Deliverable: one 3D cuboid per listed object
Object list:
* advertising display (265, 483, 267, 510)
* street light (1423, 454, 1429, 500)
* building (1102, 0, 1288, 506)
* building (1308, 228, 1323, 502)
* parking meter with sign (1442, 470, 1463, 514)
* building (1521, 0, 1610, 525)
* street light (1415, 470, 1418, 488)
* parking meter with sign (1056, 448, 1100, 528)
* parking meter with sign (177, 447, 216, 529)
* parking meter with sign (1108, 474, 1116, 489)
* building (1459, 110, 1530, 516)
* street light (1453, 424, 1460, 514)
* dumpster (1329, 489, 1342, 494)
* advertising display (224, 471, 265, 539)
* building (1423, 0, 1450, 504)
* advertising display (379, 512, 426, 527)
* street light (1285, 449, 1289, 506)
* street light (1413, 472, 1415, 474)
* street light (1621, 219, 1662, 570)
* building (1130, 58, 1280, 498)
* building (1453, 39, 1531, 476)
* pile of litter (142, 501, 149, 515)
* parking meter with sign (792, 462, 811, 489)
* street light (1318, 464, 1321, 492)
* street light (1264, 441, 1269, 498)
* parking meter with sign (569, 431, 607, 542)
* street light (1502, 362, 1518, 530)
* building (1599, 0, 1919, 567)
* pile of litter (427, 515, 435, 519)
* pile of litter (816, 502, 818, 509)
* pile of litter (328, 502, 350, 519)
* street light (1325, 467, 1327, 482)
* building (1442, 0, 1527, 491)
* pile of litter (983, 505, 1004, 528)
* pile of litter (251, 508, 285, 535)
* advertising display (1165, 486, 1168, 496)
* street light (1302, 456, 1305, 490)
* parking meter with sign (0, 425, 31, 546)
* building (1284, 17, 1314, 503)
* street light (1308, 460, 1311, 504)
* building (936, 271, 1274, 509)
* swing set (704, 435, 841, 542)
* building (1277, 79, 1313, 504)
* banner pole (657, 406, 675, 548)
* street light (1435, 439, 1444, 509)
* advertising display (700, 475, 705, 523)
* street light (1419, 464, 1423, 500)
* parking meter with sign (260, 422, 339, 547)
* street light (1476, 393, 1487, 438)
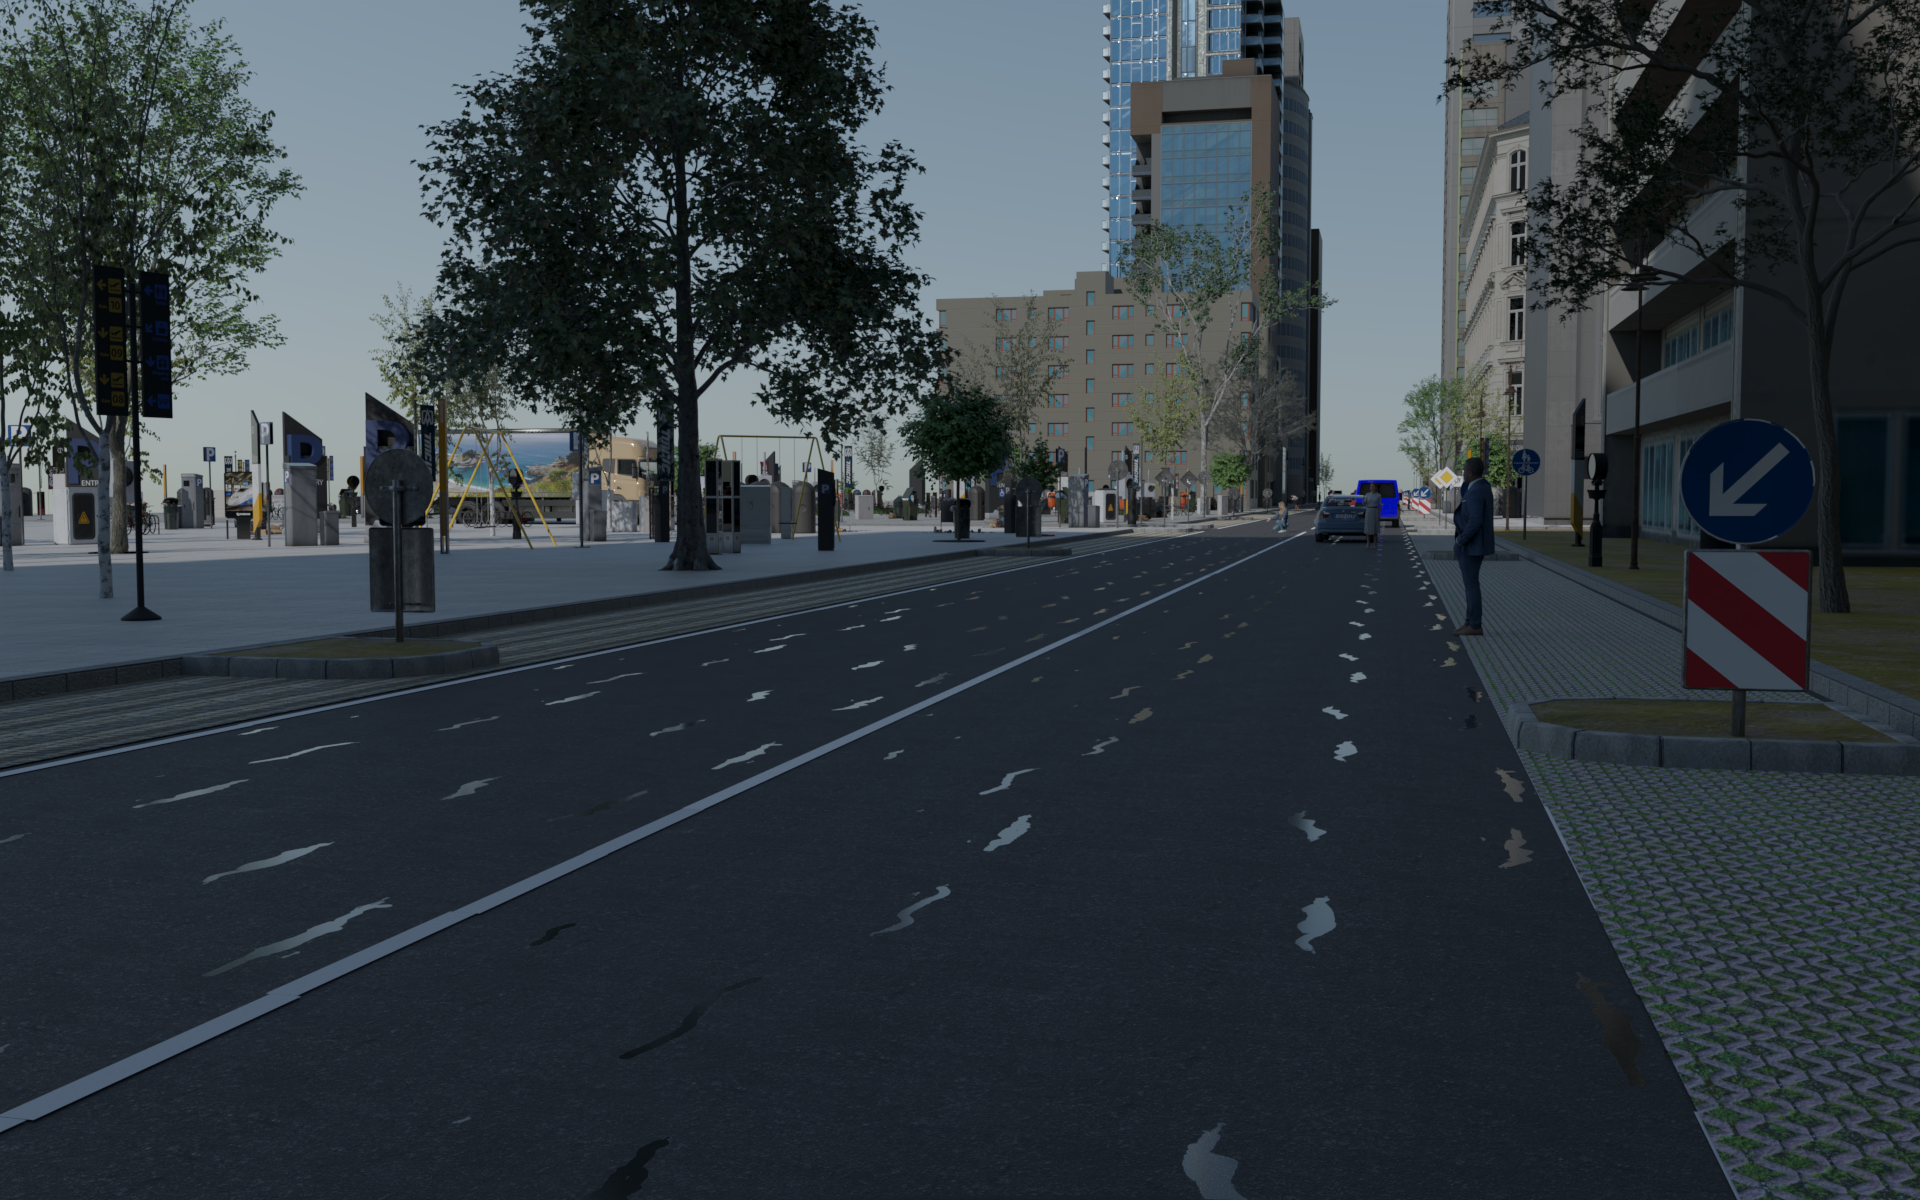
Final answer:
[{"bbox_3d":[-40.657,-5.872,101.214,0.123,1.923,0.974,-1,4,-10],"label":"advertising display"},{"bbox_3d":[49.968,-12.967,184.805,0.468,5.910,1.993,1,4,14],"label":"street light"},{"bbox_3d":[28.218,-54.582,205.086,22.319,86.520,31.000,1,4,14],"label":"building"},{"bbox_3d":[51.944,-38.786,284.260,14.600,45.320,14.200,1,4,14],"label":"building"},{"bbox_3d":[32.520,-7.188,113.780,1.738,3.016,0.543,-2,4,-26],"label":"parking meter with sign"},{"bbox_3d":[36.903,-17.091,72.951,24.014,27.812,14.314,1,4,14],"label":"building"},{"bbox_3d":[61.907,-15.919,233.055,0.468,5.910,1.993,1,4,14],"label":"street light"},{"bbox_3d":[4.513,-4.257,65.862,1.738,3.016,0.543,2,4,35],"label":"parking meter with sign"},{"bbox_3d":[-28.501,-4.162,64.313,1.738,3.016,0.543,1,4,19],"label":"parking meter with sign"},{"bbox_3d":[11.877,-8.114,128.930,1.738,3.016,0.543,-2,4,-32],"label":"parking meter with sign"},{"bbox_3d":[43.865,-20.954,119.011,17.030,29.872,44.131,1,4,14],"label":"building"},{"bbox_3d":[31.714,-8.444,110.852,0.468,5.910,1.993,1,4,14],"label":"street light"},{"bbox_3d":[58.015,-16.058,267.503,1.985,2.255,1.502,1,4,12],"label":"dumpster"},{"bbox_3d":[-20.384,-2.693,49.246,0.974,1.923,0.123,-1,4,-19],"label":"advertising display"},{"bbox_3d":[74.425,-48.795,236.051,20.563,71.187,20.611,1,4,14],"label":"building"},{"bbox_3d":[-12.130,-1.985,37.665,0.974,1.923,0.123,-1,4,-20],"label":"advertising display"},{"bbox_3d":[33.912,-12.641,179.467,0.468,5.910,1.993,1,4,14],"label":"street light"},{"bbox_3d":[69.993,-17.905,265.531,0.468,5.910,1.993,1,4,14],"label":"street light"},{"bbox_3d":[11.487,-3.459,29.341,0.468,5.910,1.993,1,4,14],"label":"street light"},{"bbox_3d":[26.239,-32.628,183.572,14.600,45.320,14.200,1,4,14],"label":"building"},{"bbox_3d":[52.803,-29.076,158.981,14.154,41.232,14.086,1,4,14],"label":"building"},{"bbox_3d":[-48.790,-5.451,103.081,1.719,0.858,1.176,3,4,36],"label":"pile of litter"},{"bbox_3d":[-8.930,-6.087,95.782,0.543,3.016,1.738,-3,5,-39],"label":"parking meter with sign"},{"bbox_3d":[54.114,-17.607,260.665,0.468,5.910,1.993,1,4,14],"label":"street light"},{"bbox_3d":[26.088,-10.707,147.844,0.468,5.910,1.993,1,4,14],"label":"street light"},{"bbox_3d":[-10.113,-3.124,47.334,0.543,3.016,1.738,-2,4,-31],"label":"parking meter with sign"},{"bbox_3d":[19.321,-5.393,60.961,0.468,5.910,1.993,1,4,14],"label":"street light"},{"bbox_3d":[26.770,-25.290,37.188,21.300,48.544,21.600,1,4,14],"label":"building"},{"bbox_3d":[-28.377,-4.696,90.752,1.719,0.858,1.176,1,4,23],"label":"pile of litter"},{"bbox_3d":[-9.015,-5.750,107.984,1.719,0.858,1.176,-3,5,-43],"label":"pile of litter"},{"bbox_3d":[-32.476,-4.657,90.099,1.719,0.858,1.176,3,5,44],"label":"pile of litter"},{"bbox_3d":[61.891,-19.564,292.661,0.468,5.910,1.993,1,4,14],"label":"street light"},{"bbox_3d":[60.977,-38.919,178.329,21.231,58.520,28.212,1,4,14],"label":"building"},{"bbox_3d":[1.633,-3.174,65.867,1.719,0.858,1.176,1,4,18],"label":"pile of litter"},{"bbox_3d":[-22.023,-2.504,54.901,1.719,0.858,1.176,-2,4,-30],"label":"pile of litter"},{"bbox_3d":[16.918,-8.364,141.963,0.123,1.923,0.974,1,4,19],"label":"advertising display"},{"bbox_3d":[41.987,-14.620,211.826,0.468,5.910,1.993,1,4,14],"label":"street light"},{"bbox_3d":[-23.651,-2.849,42.846,0.543,3.016,1.738,0,4,-1],"label":"parking meter with sign"},{"bbox_3d":[44.293,-50.699,267.182,20.563,71.187,20.611,1,4,14],"label":"building"},{"bbox_3d":[46.229,-15.674,229.058,0.468,5.910,1.993,1,4,14],"label":"street light"},{"bbox_3d":[14.774,-19.524,164.259,27.650,21.520,28.899,1,4,14],"label":"building"},{"bbox_3d":[-5.240,-2.986,46.434,3.119,2.851,2.862,-2,4,-32],"label":"swing set"},{"bbox_3d":[38.023,-42.933,243.955,21.231,58.520,28.212,1,4,14],"label":"building"},{"bbox_3d":[-6.763,-3.099,40.682,0.863,3.779,0.401,-3,4,-36],"label":"banner pole"},{"bbox_3d":[39.539,-10.378,142.474,0.468,5.910,1.993,1,4,14],"label":"street light"},{"bbox_3d":[-8.508,-3.283,58.896,0.974,1.923,0.123,-1,4,-20],"label":"advertising display"},{"bbox_3d":[57.820,-14.901,216.421,0.468,5.910,1.993,1,4,14],"label":"street light"},{"bbox_3d":[-16.180,-2.829,42.523,0.543,3.016,1.738,3,5,44],"label":"parking meter with sign"},{"bbox_3d":[23.761,-6.501,79.077,0.468,5.910,1.993,1,4,14],"label":"street light"}]
